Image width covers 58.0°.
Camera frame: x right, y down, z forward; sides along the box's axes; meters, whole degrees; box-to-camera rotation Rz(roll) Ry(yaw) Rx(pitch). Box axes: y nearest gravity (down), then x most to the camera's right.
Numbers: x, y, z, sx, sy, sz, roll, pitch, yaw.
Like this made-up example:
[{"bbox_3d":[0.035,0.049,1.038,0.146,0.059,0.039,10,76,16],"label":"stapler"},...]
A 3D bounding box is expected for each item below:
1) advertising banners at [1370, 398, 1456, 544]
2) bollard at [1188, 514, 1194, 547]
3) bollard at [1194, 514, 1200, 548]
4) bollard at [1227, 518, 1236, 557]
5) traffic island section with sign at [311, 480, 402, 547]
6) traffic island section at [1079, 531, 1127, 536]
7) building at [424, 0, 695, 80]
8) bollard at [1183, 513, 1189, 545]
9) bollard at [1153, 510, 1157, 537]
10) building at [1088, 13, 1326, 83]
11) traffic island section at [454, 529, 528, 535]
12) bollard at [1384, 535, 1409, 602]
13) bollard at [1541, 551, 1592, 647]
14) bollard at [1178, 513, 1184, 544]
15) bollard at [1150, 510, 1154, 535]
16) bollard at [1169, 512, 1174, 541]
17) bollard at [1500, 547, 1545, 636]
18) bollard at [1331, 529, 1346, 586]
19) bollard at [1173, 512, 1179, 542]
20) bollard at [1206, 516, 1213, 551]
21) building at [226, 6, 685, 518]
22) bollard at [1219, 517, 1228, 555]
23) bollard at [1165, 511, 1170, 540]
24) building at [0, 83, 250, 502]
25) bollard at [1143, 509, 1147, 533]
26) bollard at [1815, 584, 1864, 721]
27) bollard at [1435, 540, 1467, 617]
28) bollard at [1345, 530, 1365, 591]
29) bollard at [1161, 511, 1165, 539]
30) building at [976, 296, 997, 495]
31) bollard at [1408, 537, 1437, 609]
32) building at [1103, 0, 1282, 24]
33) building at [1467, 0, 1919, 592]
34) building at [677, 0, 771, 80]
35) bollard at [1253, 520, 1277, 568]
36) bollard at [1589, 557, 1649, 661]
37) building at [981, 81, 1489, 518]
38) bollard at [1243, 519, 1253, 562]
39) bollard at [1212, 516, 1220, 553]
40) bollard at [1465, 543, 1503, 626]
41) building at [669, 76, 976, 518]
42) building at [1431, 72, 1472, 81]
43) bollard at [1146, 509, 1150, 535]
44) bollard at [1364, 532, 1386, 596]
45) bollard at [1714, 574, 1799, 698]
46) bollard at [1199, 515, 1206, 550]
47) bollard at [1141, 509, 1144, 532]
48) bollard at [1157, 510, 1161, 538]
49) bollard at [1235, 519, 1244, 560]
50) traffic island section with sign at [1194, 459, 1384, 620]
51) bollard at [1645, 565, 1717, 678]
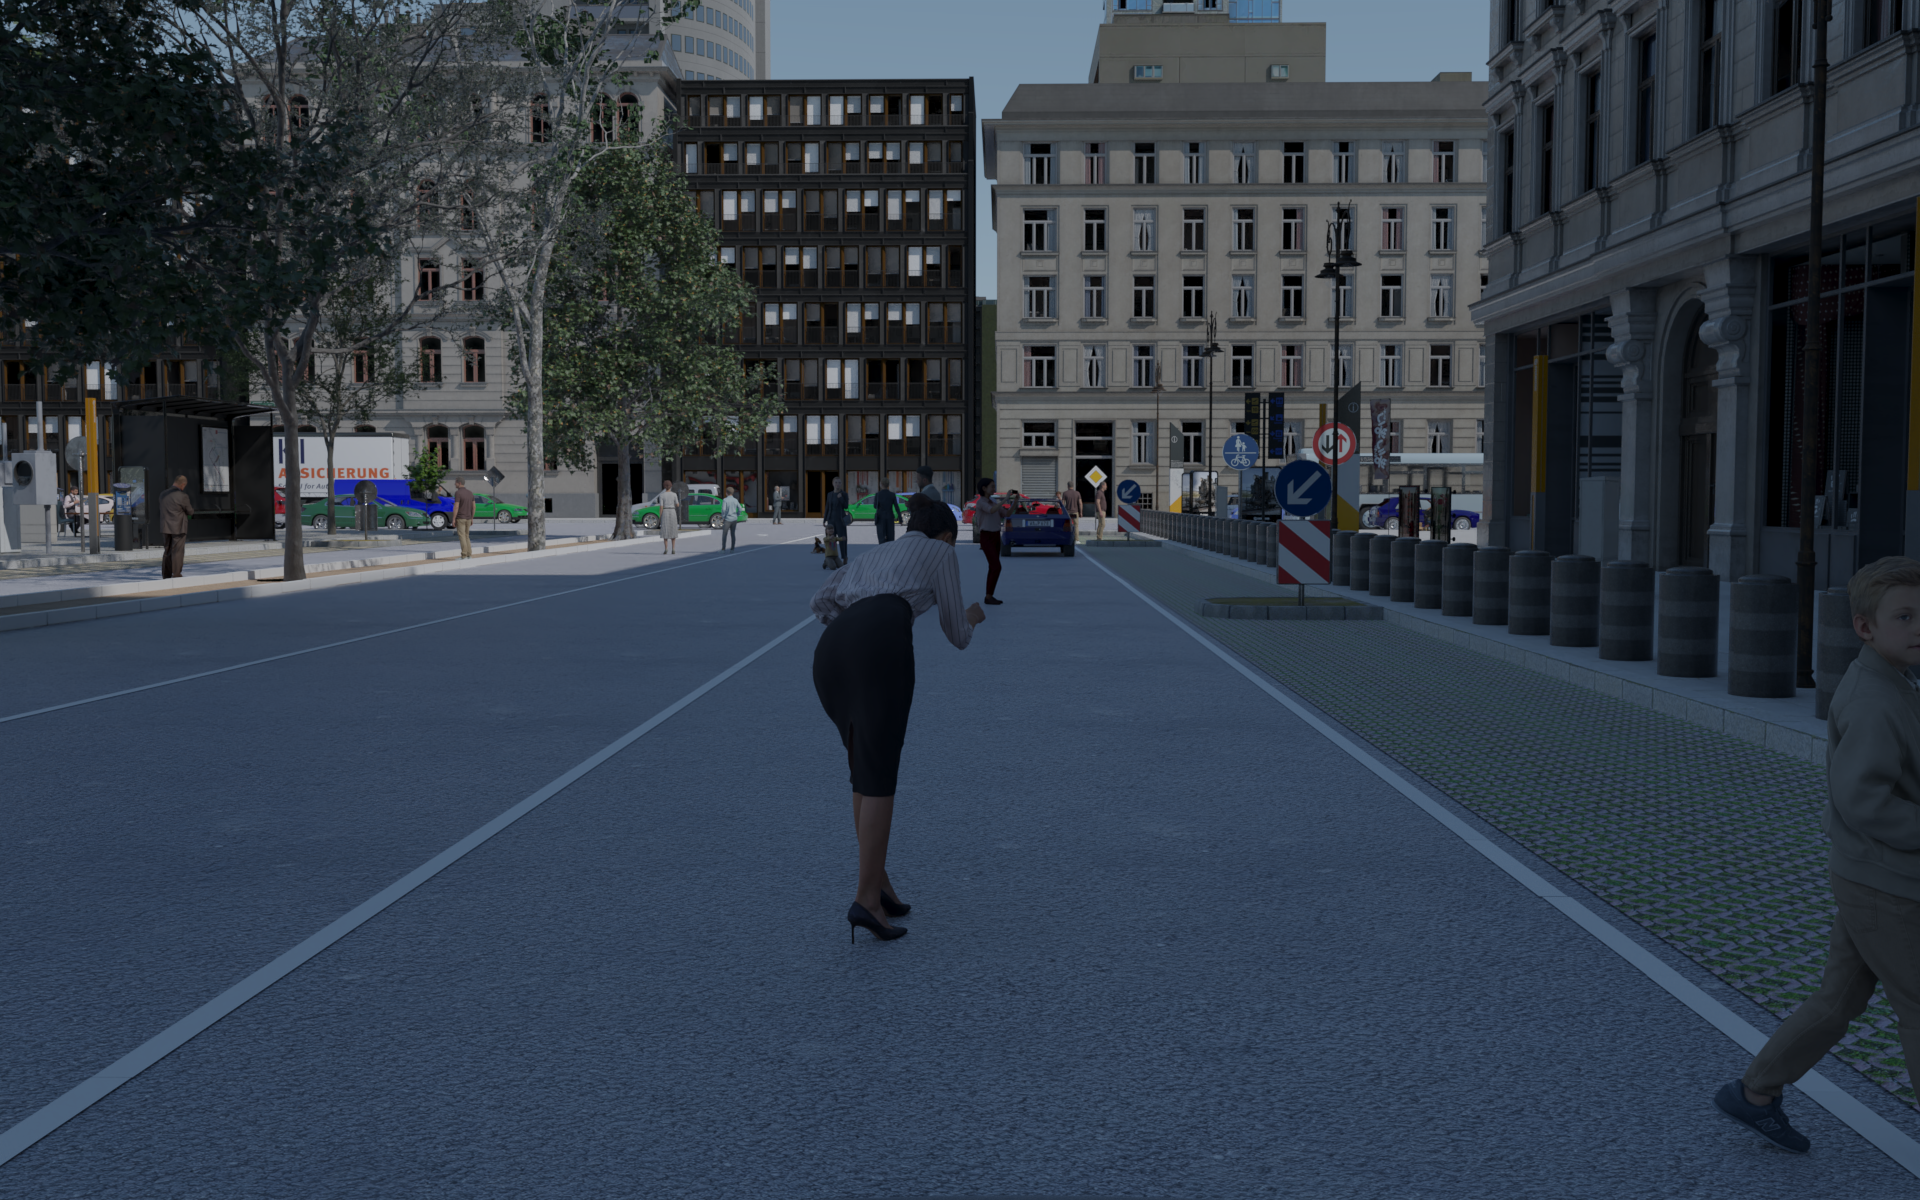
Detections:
[{"bbox_3d":[8.116,-2.141,31.190,0.090,3.025,2.074,-2,4,-32],"label":"advertising banners"},{"bbox_3d":[5.867,-1.693,42.390,0.404,0.777,0.398,0,3,0],"label":"bollard"},{"bbox_3d":[5.838,-1.619,41.189,0.404,0.777,0.398,0,3,0],"label":"bollard"},{"bbox_3d":[5.701,-1.252,35.182,0.404,0.777,0.398,0,3,0],"label":"bollard"},{"bbox_3d":[-16.499,-2.384,47.608,1.989,1.847,2.006,0,4,1],"label":"traffic island section with sign"},{"bbox_3d":[4.784,-2.357,60.819,2.009,0.180,2.903,0,4,1],"label":"traffic island section"},{"bbox_3d":[-47.681,-40.606,205.903,28.212,58.520,21.231,0,4,1],"label":"building"},{"bbox_3d":[5.901,-1.766,43.599,0.404,0.777,0.398,0,3,0],"label":"bollard"},{"bbox_3d":[6.097,-2.283,52.042,0.404,0.777,0.398,0,3,0],"label":"bollard"},{"bbox_3d":[23.895,-33.579,172.711,21.300,48.544,21.600,0,4,1],"label":"building"},{"bbox_3d":[-16.501,-2.388,61.329,2.009,0.180,2.903,0,4,1],"label":"traffic island section"},{"bbox_3d":[5.349,-0.365,20.686,0.404,0.777,0.398,0,3,0],"label":"bollard"},{"bbox_3d":[5.211,0.003,14.666,0.404,0.777,0.398,0,3,0],"label":"bollard"},{"bbox_3d":[5.926,-1.840,44.806,0.404,0.777,0.398,0,3,0],"label":"bollard"},{"bbox_3d":[6.130,-2.357,53.253,0.404,0.777,0.398,0,3,0],"label":"bollard"},{"bbox_3d":[5.984,-1.987,47.208,0.404,0.777,0.398,0,3,0],"label":"bollard"},{"bbox_3d":[5.236,-0.070,15.868,0.404,0.777,0.398,0,3,0],"label":"bollard"},{"bbox_3d":[5.438,-0.587,24.313,0.404,0.777,0.398,0,3,0],"label":"bollard"},{"bbox_3d":[5.955,-1.914,46.007,0.404,0.777,0.398,0,3,0],"label":"bollard"},{"bbox_3d":[5.783,-1.472,38.786,0.404,0.777,0.398,0,3,0],"label":"bollard"},{"bbox_3d":[-26.758,-18.985,97.790,23.554,28.519,14.401,0,4,1],"label":"building"},{"bbox_3d":[5.729,-1.325,36.384,0.404,0.777,0.398,0,3,0],"label":"bollard"},{"bbox_3d":[6.013,-2.061,48.409,0.404,0.777,0.398,0,3,0],"label":"bollard"},{"bbox_3d":[-46.468,-16.381,97.511,15.834,23.373,12.332,0,4,1],"label":"building"},{"bbox_3d":[6.186,-2.504,55.656,0.404,0.777,0.398,0,3,0],"label":"bollard"},{"bbox_3d":[5.093,0.298,9.845,0.404,0.777,0.398,0,3,0],"label":"bollard"},{"bbox_3d":[5.294,-0.218,18.274,0.404,0.777,0.398,0,3,0],"label":"bollard"},{"bbox_3d":[5.413,-0.513,23.108,0.404,0.777,0.398,0,3,0],"label":"bollard"},{"bbox_3d":[6.042,-2.135,49.627,0.404,0.777,0.398,0,3,0],"label":"bollard"},{"bbox_3d":[1.220,-29.658,256.604,14.107,30.474,14.160,0,4,1],"label":"building"},{"bbox_3d":[5.321,-0.292,19.484,0.404,0.777,0.398,0,3,0],"label":"bollard"},{"bbox_3d":[25.153,-54.154,198.090,22.319,86.520,31.000,0,4,1],"label":"building"},{"bbox_3d":[15.753,-11.321,36.001,10.553,20.767,40.483,0,4,1],"label":"building"},{"bbox_3d":[-30.466,-38.222,166.929,21.231,58.520,28.212,0,4,1],"label":"building"},{"bbox_3d":[5.612,-1.031,31.570,0.404,0.777,0.398,0,3,0],"label":"bollard"},{"bbox_3d":[5.181,0.077,13.452,0.404,0.777,0.398,0,3,0],"label":"bollard"},{"bbox_3d":[16.313,-16.192,98.023,30.059,22.955,16.112,0,4,1],"label":"building"},{"bbox_3d":[5.640,-1.104,32.775,0.404,0.777,0.398,0,3,0],"label":"bollard"},{"bbox_3d":[5.755,-1.399,37.585,0.404,0.777,0.398,0,3,0],"label":"bollard"},{"bbox_3d":[5.265,-0.144,17.073,0.404,0.777,0.398,0,3,0],"label":"bollard"},{"bbox_3d":[-7.094,-16.317,96.467,15.834,23.373,12.332,0,4,1],"label":"building"},{"bbox_3d":[51.999,-35.484,203.858,21.600,48.544,21.300,0,4,1],"label":"building"},{"bbox_3d":[6.154,-2.430,54.455,0.404,0.777,0.398,0,3,0],"label":"bollard"},{"bbox_3d":[5.383,-0.439,21.897,0.404,0.777,0.398,0,3,0],"label":"bollard"},{"bbox_3d":[5.122,0.225,11.046,0.404,0.777,0.398,0,3,0],"label":"bollard"},{"bbox_3d":[5.809,-1.546,39.988,0.404,0.777,0.398,0,3,0],"label":"bollard"},{"bbox_3d":[6.214,-2.577,56.859,0.404,0.777,0.398,0,3,0],"label":"bollard"},{"bbox_3d":[6.068,-2.209,50.829,0.404,0.777,0.398,0,3,0],"label":"bollard"},{"bbox_3d":[5.670,-1.178,33.981,0.404,0.777,0.398,0,3,0],"label":"bollard"},{"bbox_3d":[3.826,-0.727,20.520,1.989,1.847,2.006,0,4,1],"label":"traffic island section with sign"},{"bbox_3d":[5.152,0.151,12.251,0.404,0.777,0.398,0,3,0],"label":"bollard"}]
